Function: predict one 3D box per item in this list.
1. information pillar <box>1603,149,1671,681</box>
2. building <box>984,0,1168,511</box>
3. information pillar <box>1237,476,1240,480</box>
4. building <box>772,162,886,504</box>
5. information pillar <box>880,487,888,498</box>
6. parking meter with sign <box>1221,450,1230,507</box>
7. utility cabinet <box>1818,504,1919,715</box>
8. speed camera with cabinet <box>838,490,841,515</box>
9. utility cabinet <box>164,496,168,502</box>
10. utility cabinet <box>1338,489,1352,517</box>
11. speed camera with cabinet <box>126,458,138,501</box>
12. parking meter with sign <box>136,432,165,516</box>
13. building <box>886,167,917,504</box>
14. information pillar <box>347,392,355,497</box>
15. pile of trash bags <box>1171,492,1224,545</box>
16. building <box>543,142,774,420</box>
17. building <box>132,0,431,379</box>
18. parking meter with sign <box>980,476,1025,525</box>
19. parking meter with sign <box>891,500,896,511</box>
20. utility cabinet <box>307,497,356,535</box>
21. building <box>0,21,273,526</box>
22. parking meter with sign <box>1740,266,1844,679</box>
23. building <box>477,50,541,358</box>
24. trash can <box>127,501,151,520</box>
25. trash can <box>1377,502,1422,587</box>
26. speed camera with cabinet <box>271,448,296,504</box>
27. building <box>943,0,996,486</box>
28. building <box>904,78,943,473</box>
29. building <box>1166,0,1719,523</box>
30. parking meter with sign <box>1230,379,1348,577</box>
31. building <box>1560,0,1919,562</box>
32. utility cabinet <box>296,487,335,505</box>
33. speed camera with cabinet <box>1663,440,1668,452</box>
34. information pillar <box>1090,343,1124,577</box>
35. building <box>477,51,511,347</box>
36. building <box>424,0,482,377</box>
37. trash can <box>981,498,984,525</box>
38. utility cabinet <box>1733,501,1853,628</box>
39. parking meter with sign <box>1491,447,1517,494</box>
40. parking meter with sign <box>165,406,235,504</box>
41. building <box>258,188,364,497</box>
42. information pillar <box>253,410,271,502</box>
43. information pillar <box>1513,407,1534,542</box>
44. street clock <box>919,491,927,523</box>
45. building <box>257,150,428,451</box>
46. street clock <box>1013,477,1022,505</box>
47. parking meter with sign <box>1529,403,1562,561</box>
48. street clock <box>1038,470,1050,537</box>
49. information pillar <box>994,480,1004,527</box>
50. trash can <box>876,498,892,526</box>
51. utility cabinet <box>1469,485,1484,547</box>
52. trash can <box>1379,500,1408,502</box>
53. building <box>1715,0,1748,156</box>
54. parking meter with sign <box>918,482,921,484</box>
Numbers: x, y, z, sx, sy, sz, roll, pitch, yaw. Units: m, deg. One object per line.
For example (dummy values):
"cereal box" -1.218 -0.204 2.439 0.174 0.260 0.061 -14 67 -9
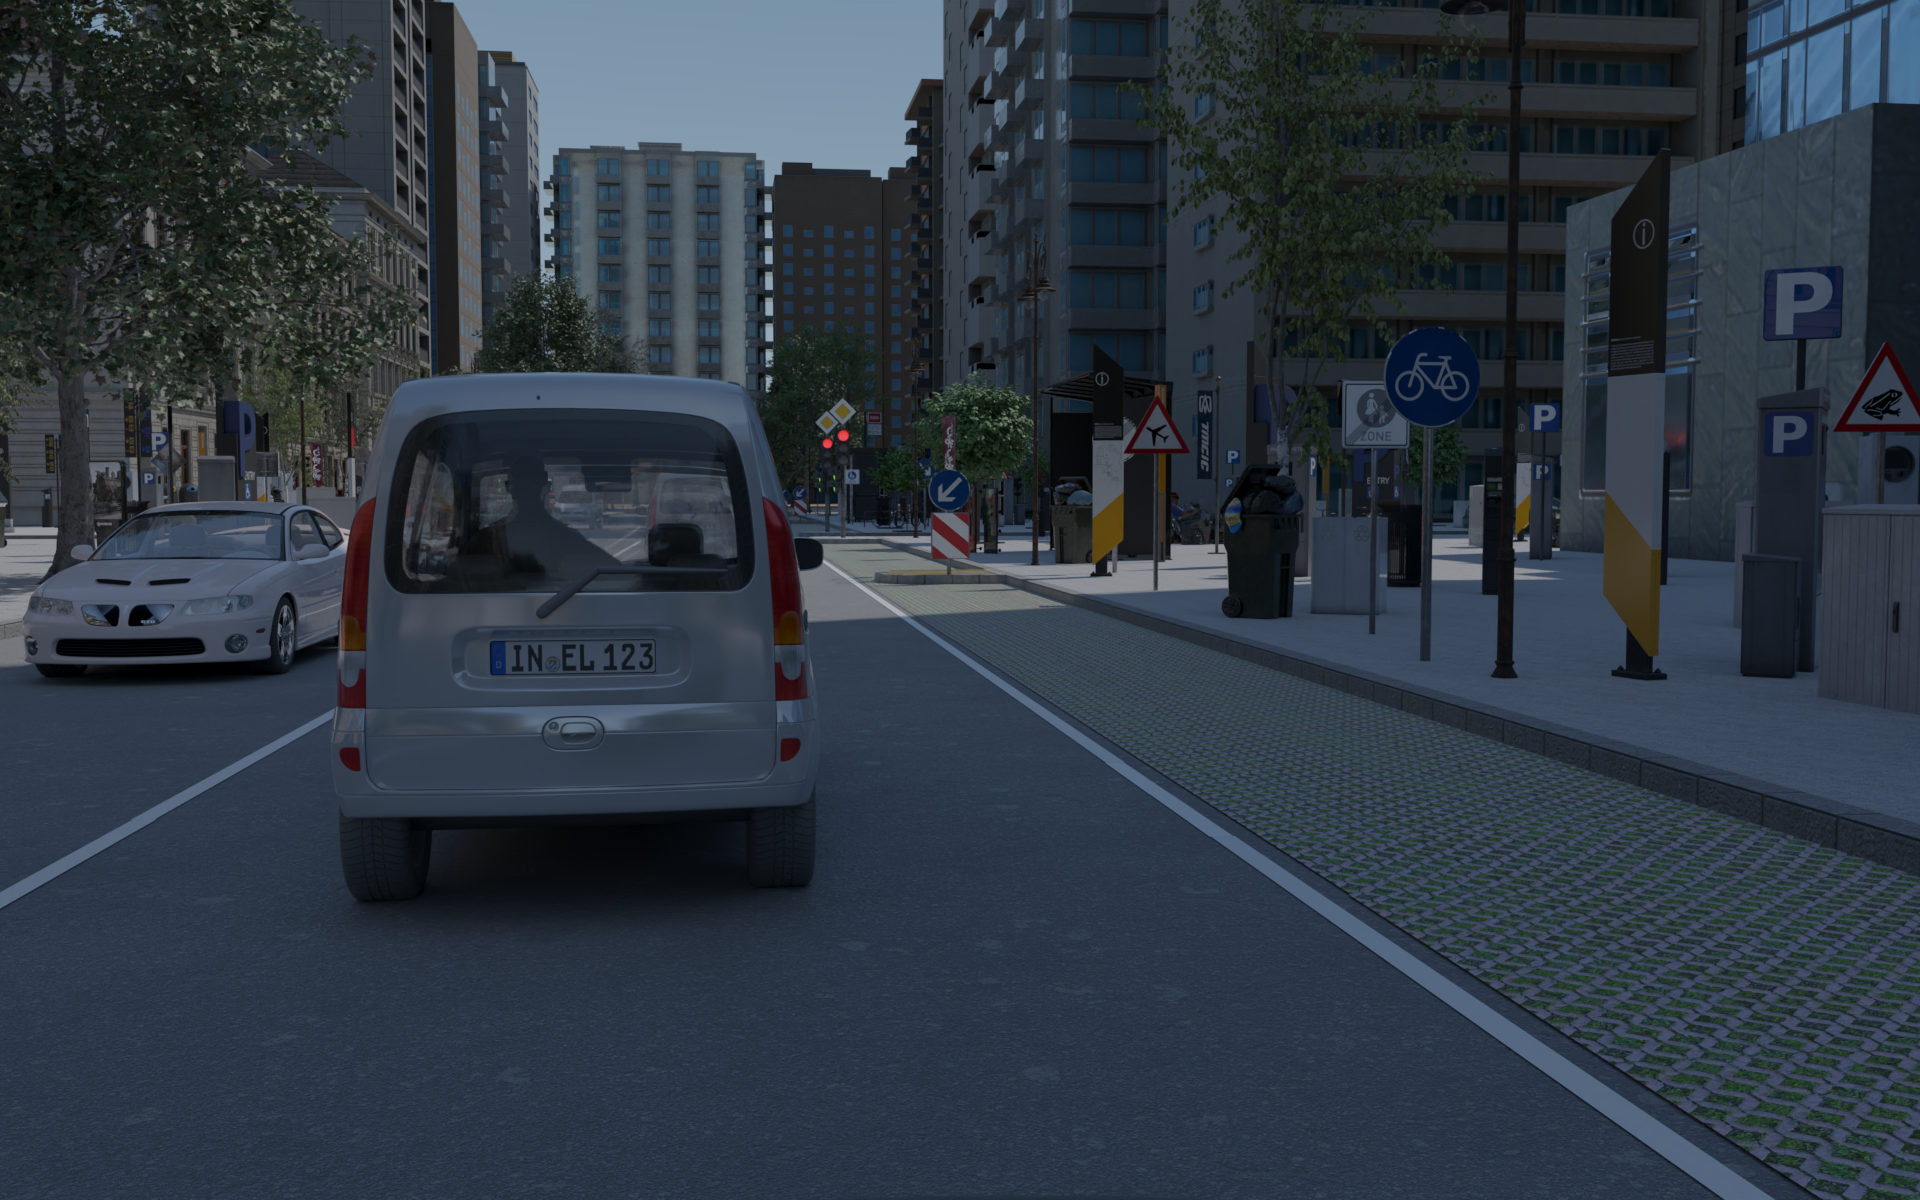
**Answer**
"information pillar" 4.710 -1.266 12.056 0.183 3.616 0.504 -1 4 -21
"building" 13.693 -30.047 110.879 23.786 49.044 30.456 0 4 -8
"information pillar" 11.153 -3.970 69.393 0.304 2.012 0.304 2 4 34
"building" -18.321 -35.903 237.128 14.200 45.320 14.600 0 4 -8
"information pillar" -3.836 -5.053 87.115 0.304 2.012 0.304 2 4 35
"parking meter with sign" 10.538 -4.367 67.666 0.543 3.016 1.738 1 4 17
"utility cabinet" 5.639 0.043 10.455 0.306 1.237 1.020 -1 4 -9
"speed camera with cabinet" -7.380 -7.006 108.879 0.660 3.252 2.038 0 4 -4
"utility cabinet" -27.513 -2.956 59.495 0.306 1.237 1.020 1 4 19
"utility cabinet" 16.175 -3.911 72.624 0.318 1.500 1.173 2 4 26
"speed camera with cabinet" -33.299 -4.495 67.829 2.038 3.252 0.660 0 4 0
"parking meter with sign" -22.395 -3.162 47.961 0.543 3.016 1.738 -1 4 -10
"building" -4.178 -36.117 240.618 14.200 45.320 14.600 0 4 -8
"information pillar" -14.067 -2.978 40.043 0.183 3.616 0.504 -1 4 -12
"pile of trash bags" 6.639 -2.150 44.909 3.447 1.369 1.912 -2 4 -32
"building" -41.060 -37.857 238.564 30.456 49.044 23.786 0 4 -8
"building" -51.374 -42.752 137.252 20.563 71.187 20.611 0 4 -8
"parking meter with sign" 1.832 -4.570 70.975 1.738 3.016 0.543 -2 4 -28
"parking meter with sign" -5.737 -8.395 133.520 1.738 3.016 0.543 1 4 18
"utility cabinet" -13.526 -1.594 37.224 1.020 1.237 0.306 -2 4 -34
"building" -39.477 -14.778 77.783 11.583 22.565 21.152 0 4 -8
"parking meter with sign" 6.088 -1.007 12.728 0.543 3.016 1.738 2 4 30
"building" -70.936 -42.237 232.568 28.212 58.520 21.231 0 4 -8
"trash can" -17.060 -1.470 35.683 0.748 1.137 0.748 0 3 0
"trash can" 6.150 -0.754 23.985 0.748 1.137 0.748 0 3 0
"speed camera with cabinet" -27.489 -4.709 71.334 2.038 3.252 0.660 2 4 33
"building" 13.411 -34.581 154.646 28.713 52.752 27.495 0 4 -8
"building" 5.743 -32.314 182.961 22.147 44.769 28.867 0 4 -8
"building" 21.586 -28.231 85.279 21.600 48.544 21.300 0 4 -8
"parking meter with sign" 5.173 -1.881 27.014 1.738 3.016 0.543 2 4 29
"building" 26.734 -43.434 22.815 22.319 86.520 31.000 0 4 -8
"utility cabinet" -21.045 -2.931 56.608 1.173 1.500 0.318 -2 4 -30
"speed camera with cabinet" 21.911 -3.622 53.563 0.660 3.252 2.038 2 4 27
"information pillar" 2.284 -2.172 26.867 0.504 3.616 0.183 0 4 8
"building" -62.032 -34.068 176.622 30.456 49.044 23.786 0 4 -8
"building" -51.120 -30.917 155.605 14.600 45.320 14.200 0 4 -8
"trash can" 1.198 -3.539 69.514 0.748 1.137 0.748 0 3 0
"utility cabinet" 7.960 -0.331 16.577 1.020 1.237 0.306 0 4 -6
"parking meter with sign" 20.631 -4.173 64.490 1.738 3.016 0.543 -1 4 -18
"parking meter with sign" -14.792 -2.338 34.482 1.738 3.016 0.543 -2 4 -25
"building" -40.961 -14.315 98.677 10.561 19.102 19.286 0 4 -8
"information pillar" -19.574 -3.497 48.533 0.504 3.616 0.183 -2 4 -26
"information pillar" 15.147 -3.372 46.487 0.183 3.616 0.504 -2 4 -32
"street clock" -1.633 -4.450 77.323 0.358 2.002 0.471 0 4 -5
"building" -43.447 -17.681 117.964 11.050 23.489 19.941 0 4 -8
"street clock" 2.467 -4.256 74.157 0.358 2.002 0.471 2 4 25
"parking meter with sign" 11.482 -2.315 34.106 0.543 3.016 1.738 1 4 19
"street clock" 2.438 -2.894 51.888 0.471 2.002 0.358 2 4 27
"information pillar" 1.516 -3.830 67.110 0.304 2.012 0.304 2 4 34
"trash can" -3.101 -3.599 70.501 0.748 1.137 0.748 0 3 0
"utility cabinet" 12.652 -2.024 41.774 0.318 1.500 1.173 0 4 -7
"trash can" 10.891 -1.950 43.541 0.748 1.137 0.748 0 3 0
"building" 50.521 -39.728 87.802 20.611 71.187 20.563 0 4 -8
"parking meter with sign" -2.286 -6.372 100.441 0.543 3.016 1.738 0 4 6
